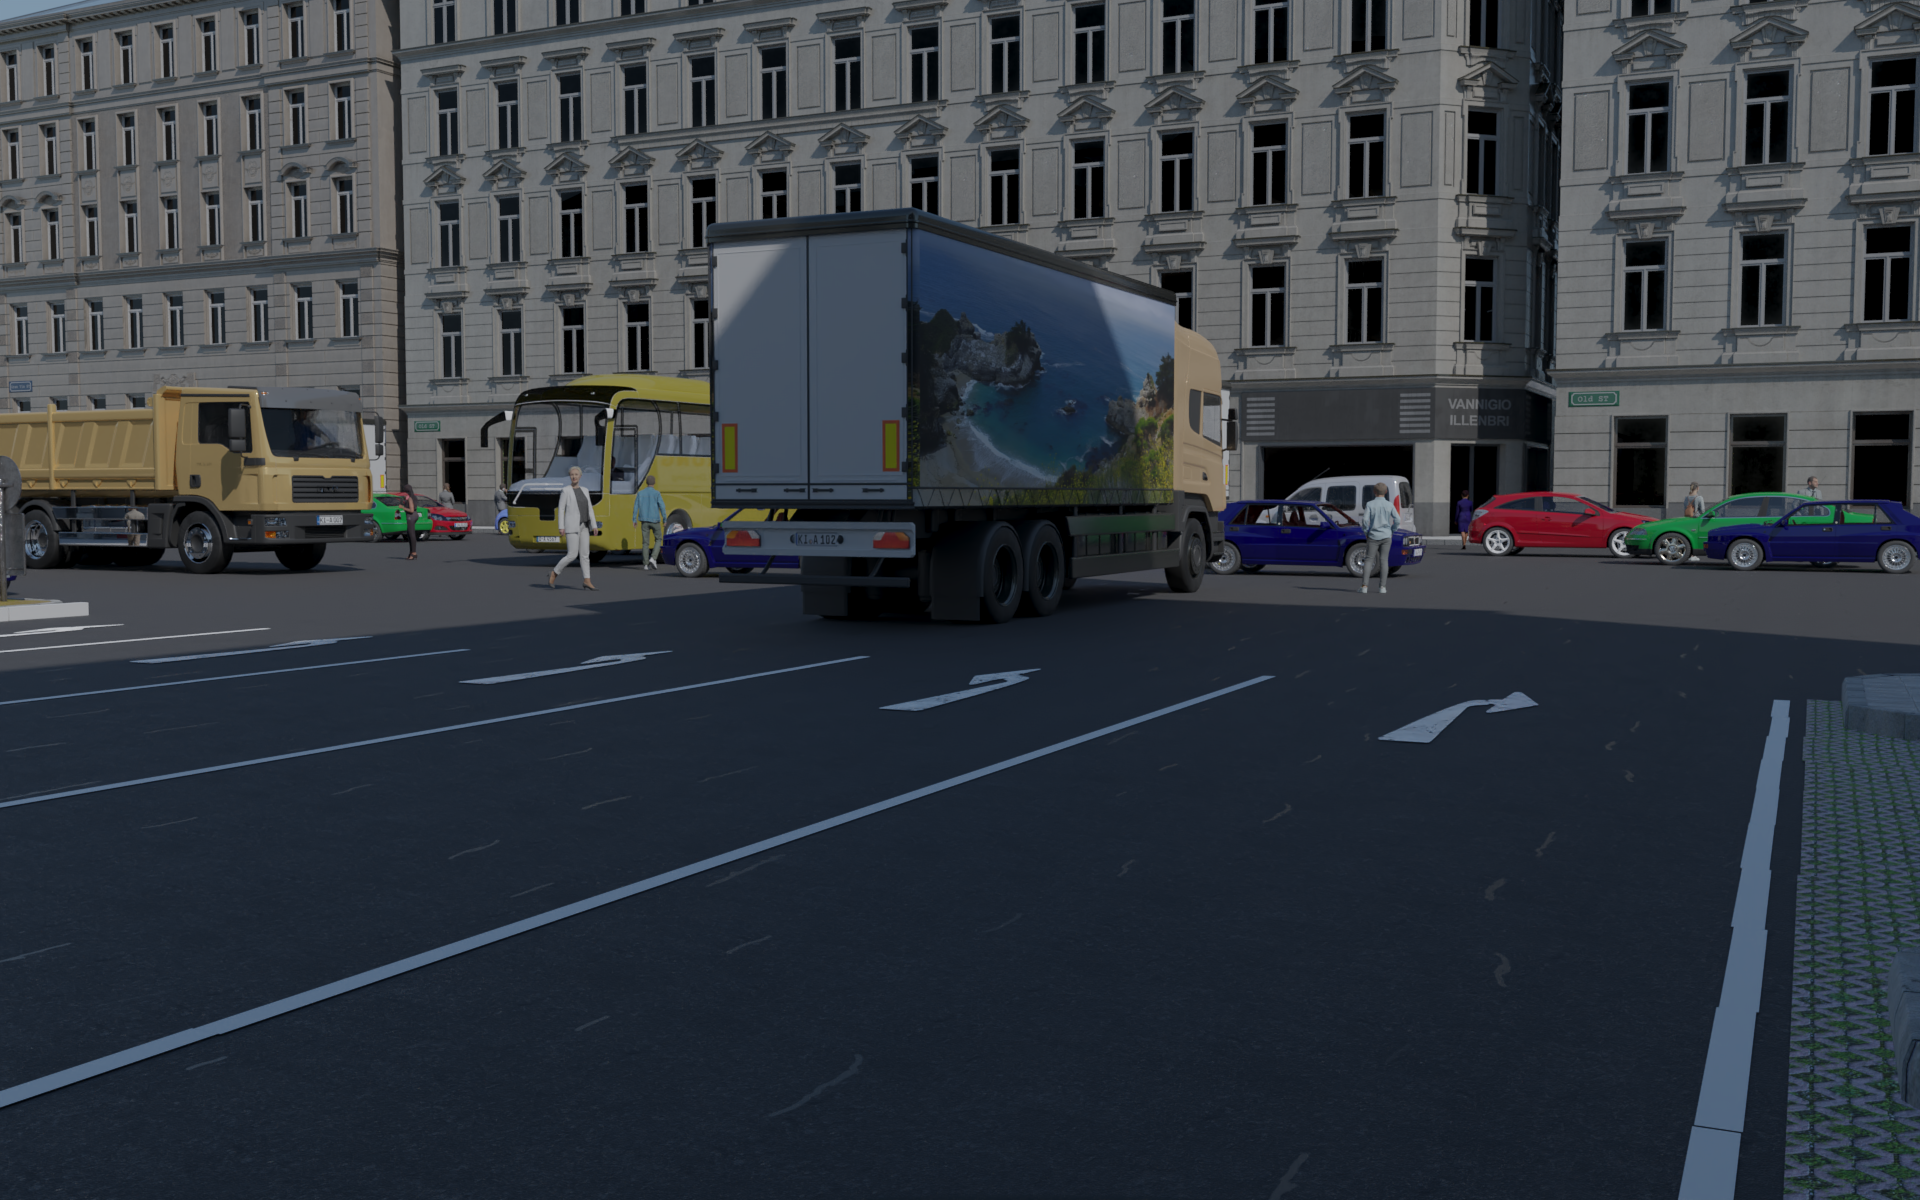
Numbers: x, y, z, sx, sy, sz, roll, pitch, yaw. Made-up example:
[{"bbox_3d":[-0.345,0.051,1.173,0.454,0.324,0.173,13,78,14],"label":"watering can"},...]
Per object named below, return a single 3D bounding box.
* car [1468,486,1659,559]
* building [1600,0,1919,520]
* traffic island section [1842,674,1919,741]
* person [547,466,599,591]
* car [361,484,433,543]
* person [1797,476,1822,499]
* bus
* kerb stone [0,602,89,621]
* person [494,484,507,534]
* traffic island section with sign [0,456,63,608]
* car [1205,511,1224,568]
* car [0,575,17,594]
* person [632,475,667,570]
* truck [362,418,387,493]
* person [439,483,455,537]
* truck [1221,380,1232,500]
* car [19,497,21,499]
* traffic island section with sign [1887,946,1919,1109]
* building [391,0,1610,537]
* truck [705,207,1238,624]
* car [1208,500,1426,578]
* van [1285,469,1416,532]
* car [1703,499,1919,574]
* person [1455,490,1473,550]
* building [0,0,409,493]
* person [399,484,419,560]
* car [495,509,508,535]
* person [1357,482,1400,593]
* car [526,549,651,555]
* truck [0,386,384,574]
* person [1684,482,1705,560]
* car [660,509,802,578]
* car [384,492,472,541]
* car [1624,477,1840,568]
[{"bbox_3d":[14.035,-1.884,39.842,4.494,1.783,2.155,2,4,28],"label":"car"},{"bbox_3d":[39.826,-16.533,46.733,44.131,29.872,17.030,2,4,26],"label":"building"},{"bbox_3d":[6.663,0.699,10.859,2.009,0.180,2.903,2,4,26],"label":"traffic island section"},{"bbox_3d":[-5.760,-1.063,25.766,0.818,1.842,0.514,1,4,18],"label":"person"},{"bbox_3d":[-18.127,-2.655,52.210,4.718,1.807,1.959,2,4,26],"label":"car"},{"bbox_3d":[17.927,-1.712,36.590,0.635,1.810,0.391,-1,4,-14],"label":"person"},{"bbox_3d":[-5.491,-2.893,38.842,2.896,3.916,12.252,2,4,25],"label":"bus"},{"bbox_3d":[-10.582,0.131,20.061,0.120,0.150,1.000,2,4,26],"label":"kerb stone"},{"bbox_3d":[-16.377,-3.257,61.925,0.473,1.802,0.592,-2,4,-27],"label":"person"},{"bbox_3d":[-11.674,-0.734,20.140,2.006,1.907,1.989,2,4,26],"label":"traffic island section with sign"},{"bbox_3d":[4.275,-1.502,34.147,3.694,1.707,1.945,2,4,27],"label":"car"},{"bbox_3d":[-15.203,-0.733,24.571,3.894,1.354,1.945,2,4,27],"label":"car"},{"bbox_3d":[-5.837,-1.451,32.573,0.601,1.785,0.444,0,4,5],"label":"person"},{"bbox_3d":[-27.040,-4.760,66.741,11.283,4.237,2.839,2,4,28],"label":"truck"},{"bbox_3d":[-16.972,-2.964,57.230,0.520,1.790,0.573,-1,4,-17],"label":"person"},{"bbox_3d":[1.227,-3.416,44.764,11.283,4.237,2.839,2,4,27],"label":"truck"},{"bbox_3d":[-30.549,-2.721,56.292,4.920,1.459,2.131,2,4,27],"label":"car"},{"bbox_3d":[3.302,0.284,3.978,1.989,1.847,2.006,2,4,26],"label":"traffic island section with sign"},{"bbox_3d":[0.459,-17.751,66.649,44.131,29.872,17.030,2,4,26],"label":"building"},{"bbox_3d":[0.903,-2.055,22.505,2.839,4.237,11.283,2,4,26],"label":"truck"},{"bbox_3d":[6.203,-1.114,30.788,3.894,1.354,1.945,2,4,28],"label":"car"},{"bbox_3d":[8.352,-2.015,39.952,4.112,2.044,2.013,2,4,28],"label":"van"},{"bbox_3d":[16.026,-1.211,32.375,3.894,1.354,1.945,2,4,27],"label":"car"},{"bbox_3d":[12.984,-2.069,44.698,0.453,1.535,0.546,-1,4,-10],"label":"person"},{"bbox_3d":[-31.669,-17.282,79.816,25.104,27.353,12.463,2,4,26],"label":"building"},{"bbox_3d":[-11.996,-1.693,37.651,0.593,1.643,0.415,3,5,42],"label":"person"},{"bbox_3d":[-14.435,-3.101,60.296,3.694,1.707,1.945,2,4,25],"label":"car"},{"bbox_3d":[6.085,-0.907,25.147,0.589,1.601,0.330,1,4,9],"label":"person"},{"bbox_3d":[-8.721,-1.963,41.877,4.222,1.686,2.009,2,4,28],"label":"car"},{"bbox_3d":[-14.898,-2.258,32.838,9.791,3.379,3.469,2,4,27],"label":"truck"},{"bbox_3d":[15.847,-1.707,37.412,0.522,1.701,0.512,-3,5,-39],"label":"person"},{"bbox_3d":[-3.191,-1.055,29.833,3.894,1.354,1.945,2,4,26],"label":"car"},{"bbox_3d":[-17.286,-2.760,54.174,4.494,1.783,2.155,2,4,27],"label":"car"},{"bbox_3d":[15.852,-1.587,34.750,4.718,1.807,1.959,2,4,26],"label":"car"}]
